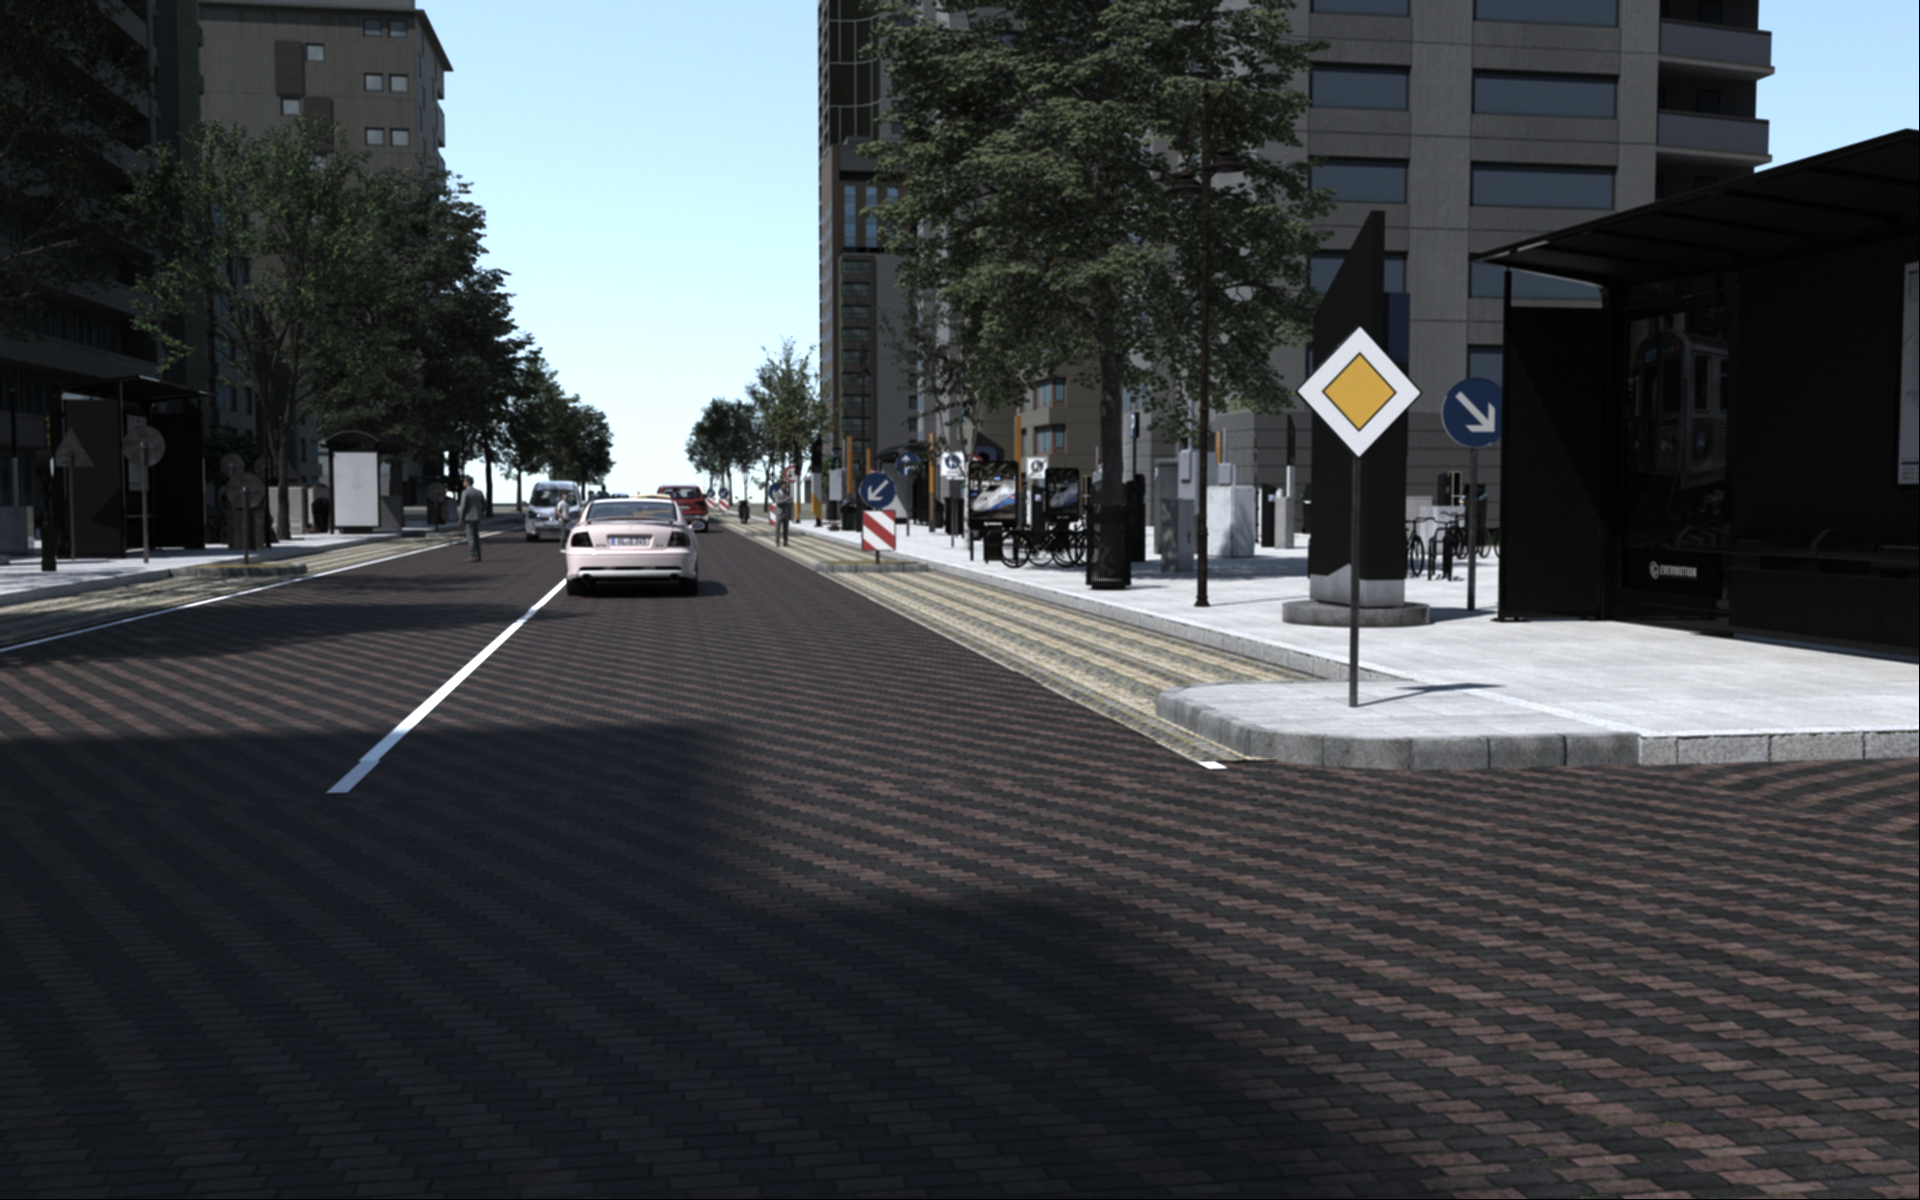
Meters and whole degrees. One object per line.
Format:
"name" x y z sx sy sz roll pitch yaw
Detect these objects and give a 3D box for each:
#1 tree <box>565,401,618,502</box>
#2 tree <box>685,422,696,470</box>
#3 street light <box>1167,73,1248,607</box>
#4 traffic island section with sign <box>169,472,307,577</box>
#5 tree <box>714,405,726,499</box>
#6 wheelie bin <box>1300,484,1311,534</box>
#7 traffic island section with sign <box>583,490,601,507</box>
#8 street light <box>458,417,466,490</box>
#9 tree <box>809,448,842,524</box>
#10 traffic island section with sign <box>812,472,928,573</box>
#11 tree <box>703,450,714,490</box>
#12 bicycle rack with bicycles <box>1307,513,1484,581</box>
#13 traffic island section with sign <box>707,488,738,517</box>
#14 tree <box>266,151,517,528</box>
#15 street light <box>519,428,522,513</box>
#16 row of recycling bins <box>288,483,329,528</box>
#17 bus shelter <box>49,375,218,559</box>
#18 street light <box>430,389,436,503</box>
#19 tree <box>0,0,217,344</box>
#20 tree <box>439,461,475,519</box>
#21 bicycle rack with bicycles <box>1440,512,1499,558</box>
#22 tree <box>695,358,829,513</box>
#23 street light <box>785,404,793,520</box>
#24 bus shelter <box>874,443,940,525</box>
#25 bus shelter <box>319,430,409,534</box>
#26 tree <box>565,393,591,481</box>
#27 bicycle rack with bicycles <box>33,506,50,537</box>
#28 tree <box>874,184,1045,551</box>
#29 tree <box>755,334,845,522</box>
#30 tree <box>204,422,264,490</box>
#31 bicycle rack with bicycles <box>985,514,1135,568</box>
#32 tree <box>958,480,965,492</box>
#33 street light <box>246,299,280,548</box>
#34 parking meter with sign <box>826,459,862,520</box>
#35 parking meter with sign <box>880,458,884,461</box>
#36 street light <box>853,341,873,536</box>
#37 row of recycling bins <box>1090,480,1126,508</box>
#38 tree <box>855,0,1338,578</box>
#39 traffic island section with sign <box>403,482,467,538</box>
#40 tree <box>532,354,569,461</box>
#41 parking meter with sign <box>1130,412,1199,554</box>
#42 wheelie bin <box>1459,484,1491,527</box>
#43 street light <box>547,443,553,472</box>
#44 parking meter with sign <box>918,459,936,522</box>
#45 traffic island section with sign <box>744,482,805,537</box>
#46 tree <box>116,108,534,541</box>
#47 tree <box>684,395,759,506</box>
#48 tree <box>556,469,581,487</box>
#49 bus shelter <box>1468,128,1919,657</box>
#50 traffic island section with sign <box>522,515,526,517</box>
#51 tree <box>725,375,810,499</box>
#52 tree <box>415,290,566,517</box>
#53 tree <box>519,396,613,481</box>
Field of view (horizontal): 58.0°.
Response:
"tree" -51.941 -20.304 238.629 9.857 13.997 8.962 0 3 0
"tree" -23.446 -14.411 170.037 7.601 10.594 8.767 -1 4 -16
"street light" 2.766 -2.864 19.610 0.468 5.910 1.993 -1 4 -10
"traffic island section with sign" -12.748 -1.353 30.756 1.989 1.847 2.006 -1 4 -10
"tree" -16.207 -11.043 130.915 4.360 8.622 3.978 0 3 0
"wheelie bin" 11.402 -2.925 55.734 0.980 1.594 0.693 3 4 37
"traffic island section with sign" -40.071 -10.998 188.445 1.989 1.847 2.006 -1 4 -10
"street light" -24.090 -6.802 84.007 0.468 5.910 1.993 -1 4 -10
"tree" -5.668 -4.834 73.635 1.663 3.219 1.824 0 3 0
"traffic island section with sign" -1.727 -1.446 32.278 1.989 1.847 2.006 -1 4 -10
"tree" -28.149 -15.415 202.390 4.360 8.622 3.978 0 3 0
"bicycle rack with bicycles" 6.577 -0.830 26.954 2.852 0.926 2.925 1 4 18
"traffic island section with sign" -14.960 -6.119 108.673 1.989 1.847 2.006 -1 4 -10
"tree" -21.544 -9.726 65.673 9.857 13.997 8.962 0 3 0
"street light" -29.795 -8.843 117.370 0.468 5.910 1.993 -1 4 -10
"row of recycling bins" -24.890 -3.585 65.730 1.069 1.692 3.534 -3 5 -42
"bus shelter" -17.550 -2.804 37.133 1.731 3.624 6.357 -1 4 -10
"street light" -22.216 -6.139 73.166 0.468 5.910 1.993 -1 4 -10
"tree" -14.281 -5.455 23.597 8.767 10.594 7.601 0 4 3
"tree" -25.825 -5.733 88.334 1.663 3.219 1.824 0 3 0
"bicycle rack with bicycles" 10.410 -1.266 34.083 2.925 0.926 2.852 -3 5 -42
"tree" -13.435 -11.320 119.498 8.767 10.594 7.601 -1 4 -11
"street light" -8.279 -6.816 84.233 0.468 5.910 1.993 -1 4 -10
"bus shelter" -2.197 -4.739 71.407 2.014 3.302 5.546 -1 4 -10
"bus shelter" -19.749 -3.899 57.680 2.014 3.302 5.546 -1 4 -10
"tree" -40.604 -15.565 172.610 7.486 12.596 7.792 0 3 0
"bicycle rack with bicycles" -27.782 -2.262 50.361 2.852 0.926 2.925 -2 4 -25
"tree" 0.114 -5.443 39.359 4.360 8.622 3.978 0 3 0
"tree" -7.353 -7.883 79.245 4.737 8.622 4.395 0 3 0
"tree" -33.298 -5.817 78.822 4.285 4.588 4.351 0 3 0
"bicycle rack with bicycles" 1.778 -1.093 31.257 2.925 0.926 2.852 -1 4 -15
"tree" 0.599 -5.478 84.166 1.663 3.219 1.824 0 3 0
"street light" -16.536 -4.186 41.221 0.468 5.910 1.993 -1 4 -10
"parking meter with sign" -5.735 -5.456 85.468 1.738 3.016 0.543 0 4 1
"parking meter with sign" -3.425 -5.225 81.682 0.543 3.016 1.738 -1 4 -9
"street light" -2.916 -4.859 52.234 0.468 5.910 1.993 -1 4 -10
"row of recycling bins" 4.343 -2.636 50.218 1.069 1.692 3.534 1 4 9
"tree" 1.901 -6.617 26.321 7.486 12.596 7.792 0 3 0
"traffic island section with sign" -17.402 -2.998 57.642 1.989 1.847 2.006 -1 4 -10
"tree" -32.263 -12.300 126.854 9.928 11.665 9.643 0 3 0
"parking meter with sign" 4.538 -2.492 37.002 1.738 3.016 0.543 0 4 -6
"wheelie bin" 16.199 -2.844 54.405 0.980 1.594 0.693 0 3 0
"street light" -35.498 -10.835 149.934 0.468 5.910 1.993 -1 4 -10
"parking meter with sign" -1.555 -5.074 79.226 0.543 3.016 1.738 1 4 11
"traffic island section with sign" -6.358 -3.084 59.057 1.989 1.847 2.006 -1 4 -10
"tree" -18.871 -7.461 47.747 9.928 11.665 9.643 0 3 0
"tree" -24.325 -15.689 182.268 9.928 11.665 9.643 0 3 0
"tree" -41.114 -12.057 180.840 4.285 4.588 4.351 0 3 0
"bus shelter" 6.403 -1.413 14.386 1.731 3.624 6.357 -1 4 -10
"traffic island section with sign" -25.926 -6.007 106.840 1.989 1.847 2.006 -1 4 -10
"tree" -10.950 -9.400 104.051 4.360 8.622 3.978 0 3 0
"tree" -26.849 -10.932 96.867 7.486 12.596 7.792 0 3 0
"tree" -37.290 -13.683 158.136 8.767 10.594 7.601 2 4 30
